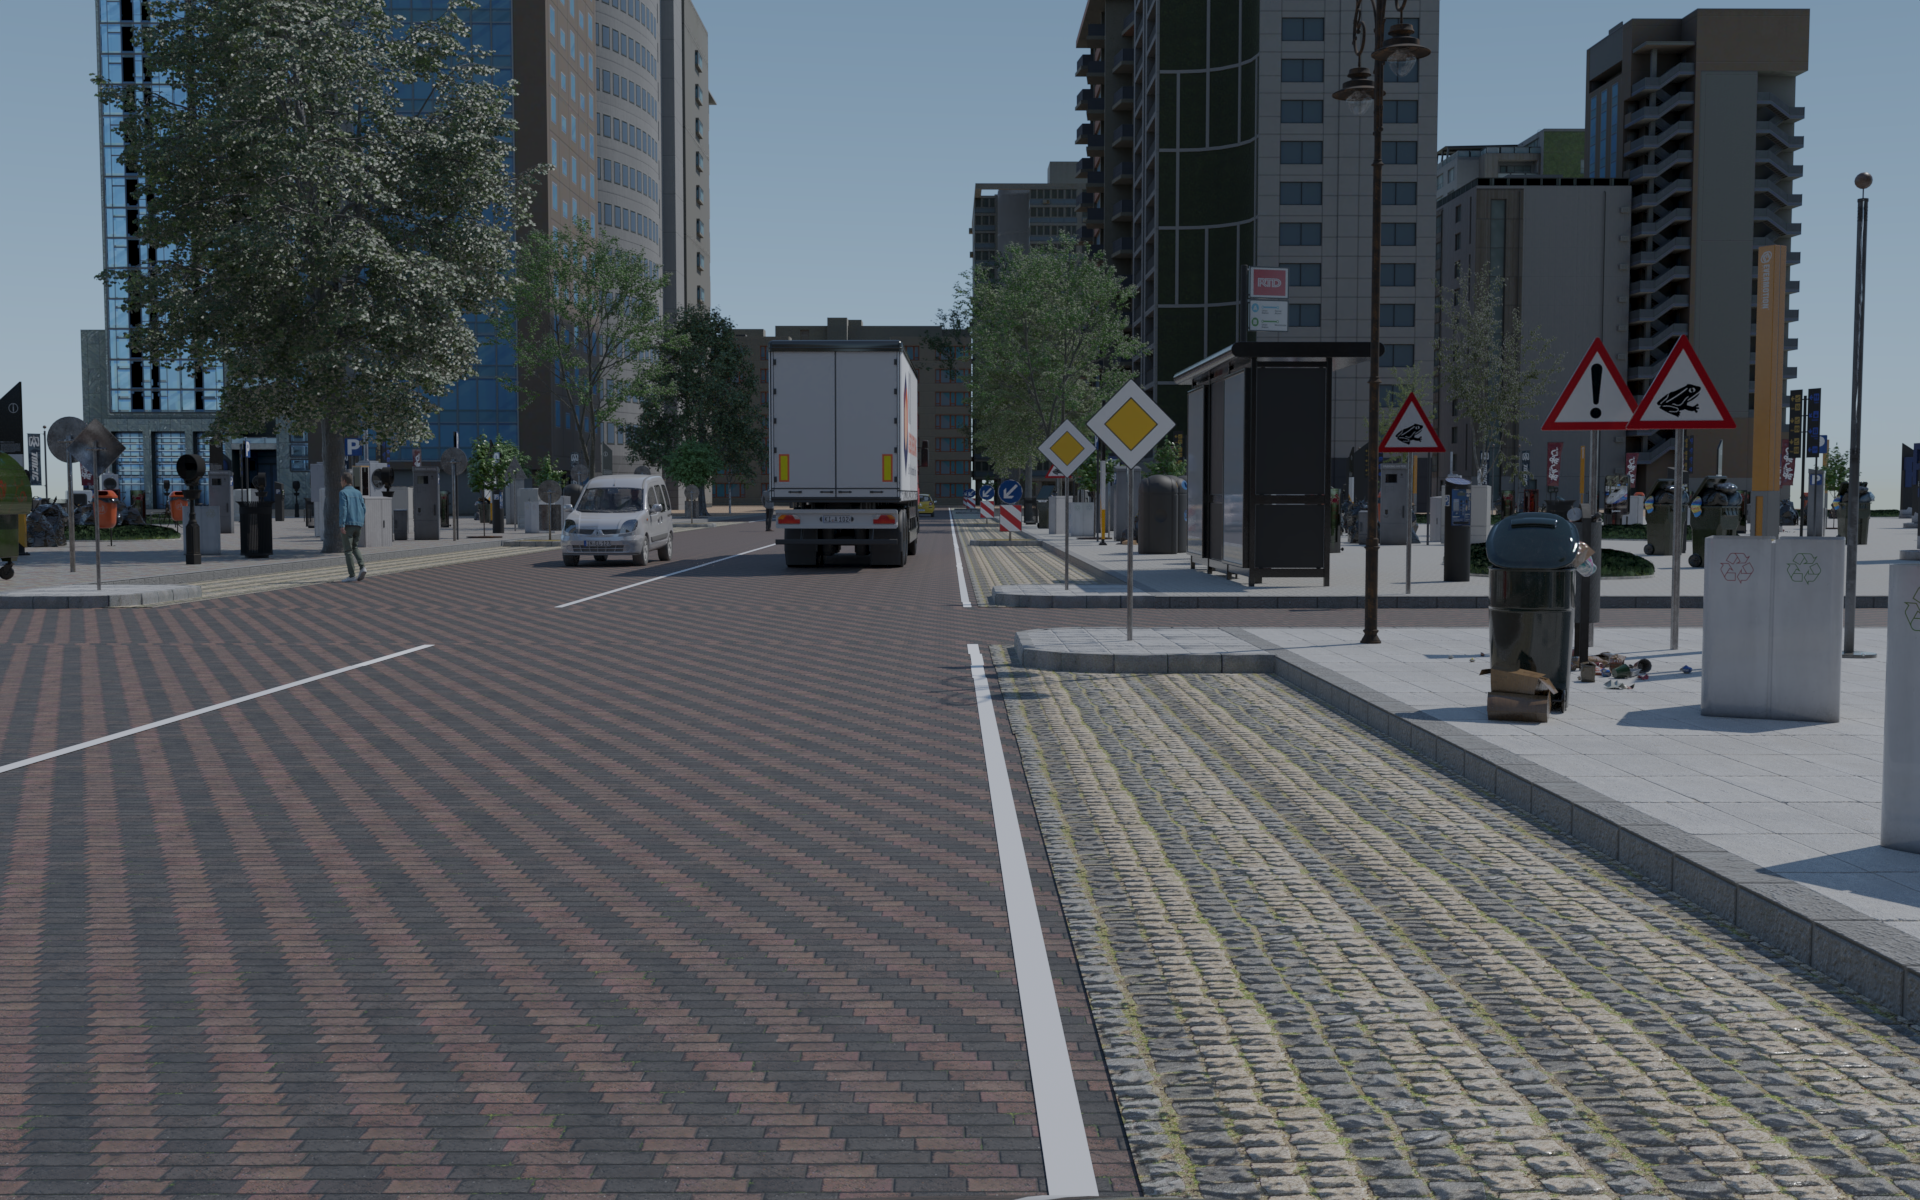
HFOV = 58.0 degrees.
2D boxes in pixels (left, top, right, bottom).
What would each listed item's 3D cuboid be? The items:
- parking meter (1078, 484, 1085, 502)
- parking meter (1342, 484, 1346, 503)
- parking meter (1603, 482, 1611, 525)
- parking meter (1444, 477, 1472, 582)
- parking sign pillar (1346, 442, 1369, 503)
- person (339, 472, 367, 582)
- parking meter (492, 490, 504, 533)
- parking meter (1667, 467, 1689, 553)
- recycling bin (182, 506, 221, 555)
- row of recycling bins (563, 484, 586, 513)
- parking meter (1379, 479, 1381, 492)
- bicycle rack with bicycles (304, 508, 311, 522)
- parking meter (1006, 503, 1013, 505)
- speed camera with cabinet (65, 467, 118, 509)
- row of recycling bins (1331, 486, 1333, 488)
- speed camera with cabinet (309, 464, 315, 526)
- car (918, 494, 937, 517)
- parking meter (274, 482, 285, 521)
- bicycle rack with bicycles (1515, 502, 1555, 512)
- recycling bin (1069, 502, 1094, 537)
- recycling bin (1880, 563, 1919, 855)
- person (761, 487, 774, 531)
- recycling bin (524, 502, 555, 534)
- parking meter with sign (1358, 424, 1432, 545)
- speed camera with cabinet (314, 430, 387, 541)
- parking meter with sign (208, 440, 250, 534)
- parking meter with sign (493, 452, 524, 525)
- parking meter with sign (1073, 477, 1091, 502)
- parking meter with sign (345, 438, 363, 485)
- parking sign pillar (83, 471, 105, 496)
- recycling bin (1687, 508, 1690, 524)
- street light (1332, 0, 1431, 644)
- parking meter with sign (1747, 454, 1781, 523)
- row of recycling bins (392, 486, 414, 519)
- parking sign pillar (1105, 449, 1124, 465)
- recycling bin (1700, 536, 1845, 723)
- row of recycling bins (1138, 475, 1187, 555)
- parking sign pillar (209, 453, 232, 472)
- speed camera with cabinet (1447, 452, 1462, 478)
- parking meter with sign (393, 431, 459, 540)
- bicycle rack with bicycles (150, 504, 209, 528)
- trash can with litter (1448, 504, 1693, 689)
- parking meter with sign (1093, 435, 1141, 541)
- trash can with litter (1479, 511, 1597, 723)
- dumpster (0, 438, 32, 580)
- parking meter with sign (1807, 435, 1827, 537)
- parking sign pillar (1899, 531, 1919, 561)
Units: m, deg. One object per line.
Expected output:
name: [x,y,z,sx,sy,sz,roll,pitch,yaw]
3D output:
parking meter: [5.438,-4.383,77.369,0.255,1.863,0.399,0,4,-3]
parking meter: [20.142,-5.167,90.188,0.399,1.863,0.255,-1,4,-14]
parking meter: [26.435,-3.971,70.635,0.255,1.863,0.399,0,4,4]
parking meter: [7.303,-1.040,25.421,0.372,1.533,0.369,0,3,0]
parking sign pillar: [20.445,-6.128,88.670,1.447,3.967,1.447,3,5,40]
person: [-9.887,-1.182,28.173,0.444,1.785,0.601,2,4,32]
parking meter: [-15.098,-2.948,56.608,0.372,1.533,0.369,0,3,0]
parking meter: [15.527,-1.944,37.491,0.255,1.863,0.399,-2,4,-30]
recycling bin: [-16.083,-1.479,36.730,0.722,1.027,0.722,-2,4,-24]
row of recycling bins: [-14.821,-3.857,70.173,1.069,1.692,3.534,1,4,21]
parking meter: [14.833,-3.353,60.538,0.255,1.863,0.399,-1,4,-15]
bicycle rack with bicycles: [-29.222,-4.093,80.308,2.852,0.926,2.925,-2,4,-28]
parking meter: [2.503,-4.877,88.154,0.372,1.533,0.369,0,3,0]
speed camera with cabinet: [-37.992,-4.982,75.788,2.038,3.252,0.660,-2,4,-35]
row of recycling bins: [17.115,-4.678,83.593,1.069,1.692,3.534,-1,4,-12]
speed camera with cabinet: [-18.763,-3.468,51.030,0.660,3.252,2.038,-1,4,-15]
car: [-2.469,-6.086,109.724,2.015,1.641,3.980,0,4,0]
parking meter: [-32.053,-4.641,81.599,0.399,1.863,0.255,0,4,2]
bicycle rack with bicycles: [31.430,-4.995,95.047,2.852,0.926,2.925,-2,4,-31]
recycling bin: [3.659,-2.443,52.502,0.722,1.027,0.722,-1,4,-8]
recycling bin: [3.818,0.392,6.140,0.722,1.027,0.722,-2,4,-28]
person: [-7.316,-3.541,66.579,0.592,1.802,0.473,3,5,41]
recycling bin: [-13.743,-2.697,56.647,0.722,1.027,0.722,3,5,39]
parking meter with sign: [10.938,-2.893,43.569,1.738,3.016,0.543,1,4,21]
speed camera with cabinet: [-16.782,-3.279,47.952,0.660,3.252,2.038,2,4,25]
parking meter with sign: [-24.028,-3.671,56.288,1.738,3.016,0.543,-1,4,-9]
parking meter with sign: [-18.712,-4.686,72.872,1.738,3.016,0.543,-3,5,-44]
parking meter with sign: [4.602,-3.736,57.341,1.738,3.016,0.543,0,4,0]
parking meter with sign: [-18.899,-3.487,53.278,0.543,3.016,1.738,0,4,0]
parking sign pillar: [-48.521,-6.641,97.046,1.447,3.967,1.447,2,4,24]
recycling bin: [22.453,-2.427,52.240,0.722,1.027,0.722,0,4,-6]
street light: [3.534,-2.565,14.726,0.468,5.910,1.993,0,4,0]
parking meter with sign: [35.154,-4.869,75.875,0.543,3.016,1.738,-1,4,-8]
row of recycling bins: [-29.080,-5.079,90.158,1.069,1.692,3.534,-3,4,-38]
parking sign pillar: [8.132,-6.151,89.049,1.447,3.967,1.447,-1,4,-9]
recycling bin: [4.759,0.148,10.133,0.722,1.027,0.722,2,4,27]
row of recycling bins: [4.826,-1.906,38.277,1.069,1.692,3.534,2,4,28]
parking sign pillar: [-40.344,-6.486,94.519,1.447,3.967,1.447,2,4,26]
speed camera with cabinet: [22.879,-5.262,80.362,0.660,3.252,2.038,2,4,23]
parking meter with sign: [-14.883,-3.181,48.270,1.738,3.016,0.543,-1,4,-12]
bicycle rack with bicycles: [-29.086,-3.190,65.535,2.852,0.926,2.925,0,4,5]
trash can with litter: [4.394,-0.085,12.449,1.678,1.210,2.233,1,4,15]
parking meter with sign: [4.556,-3.103,46.997,1.738,3.016,0.543,0,4,-6]
trash can with litter: [3.368,0.079,10.093,0.624,1.170,1.055,1,4,21]
dumpster: [-14.653,-1.378,25.030,1.502,2.255,1.985,0,4,0]
parking meter with sign: [25.663,-3.399,51.834,0.543,3.016,1.738,2,4,30]
parking sign pillar: [19.067,-2.756,33.526,1.447,3.967,1.447,0,4,7]
